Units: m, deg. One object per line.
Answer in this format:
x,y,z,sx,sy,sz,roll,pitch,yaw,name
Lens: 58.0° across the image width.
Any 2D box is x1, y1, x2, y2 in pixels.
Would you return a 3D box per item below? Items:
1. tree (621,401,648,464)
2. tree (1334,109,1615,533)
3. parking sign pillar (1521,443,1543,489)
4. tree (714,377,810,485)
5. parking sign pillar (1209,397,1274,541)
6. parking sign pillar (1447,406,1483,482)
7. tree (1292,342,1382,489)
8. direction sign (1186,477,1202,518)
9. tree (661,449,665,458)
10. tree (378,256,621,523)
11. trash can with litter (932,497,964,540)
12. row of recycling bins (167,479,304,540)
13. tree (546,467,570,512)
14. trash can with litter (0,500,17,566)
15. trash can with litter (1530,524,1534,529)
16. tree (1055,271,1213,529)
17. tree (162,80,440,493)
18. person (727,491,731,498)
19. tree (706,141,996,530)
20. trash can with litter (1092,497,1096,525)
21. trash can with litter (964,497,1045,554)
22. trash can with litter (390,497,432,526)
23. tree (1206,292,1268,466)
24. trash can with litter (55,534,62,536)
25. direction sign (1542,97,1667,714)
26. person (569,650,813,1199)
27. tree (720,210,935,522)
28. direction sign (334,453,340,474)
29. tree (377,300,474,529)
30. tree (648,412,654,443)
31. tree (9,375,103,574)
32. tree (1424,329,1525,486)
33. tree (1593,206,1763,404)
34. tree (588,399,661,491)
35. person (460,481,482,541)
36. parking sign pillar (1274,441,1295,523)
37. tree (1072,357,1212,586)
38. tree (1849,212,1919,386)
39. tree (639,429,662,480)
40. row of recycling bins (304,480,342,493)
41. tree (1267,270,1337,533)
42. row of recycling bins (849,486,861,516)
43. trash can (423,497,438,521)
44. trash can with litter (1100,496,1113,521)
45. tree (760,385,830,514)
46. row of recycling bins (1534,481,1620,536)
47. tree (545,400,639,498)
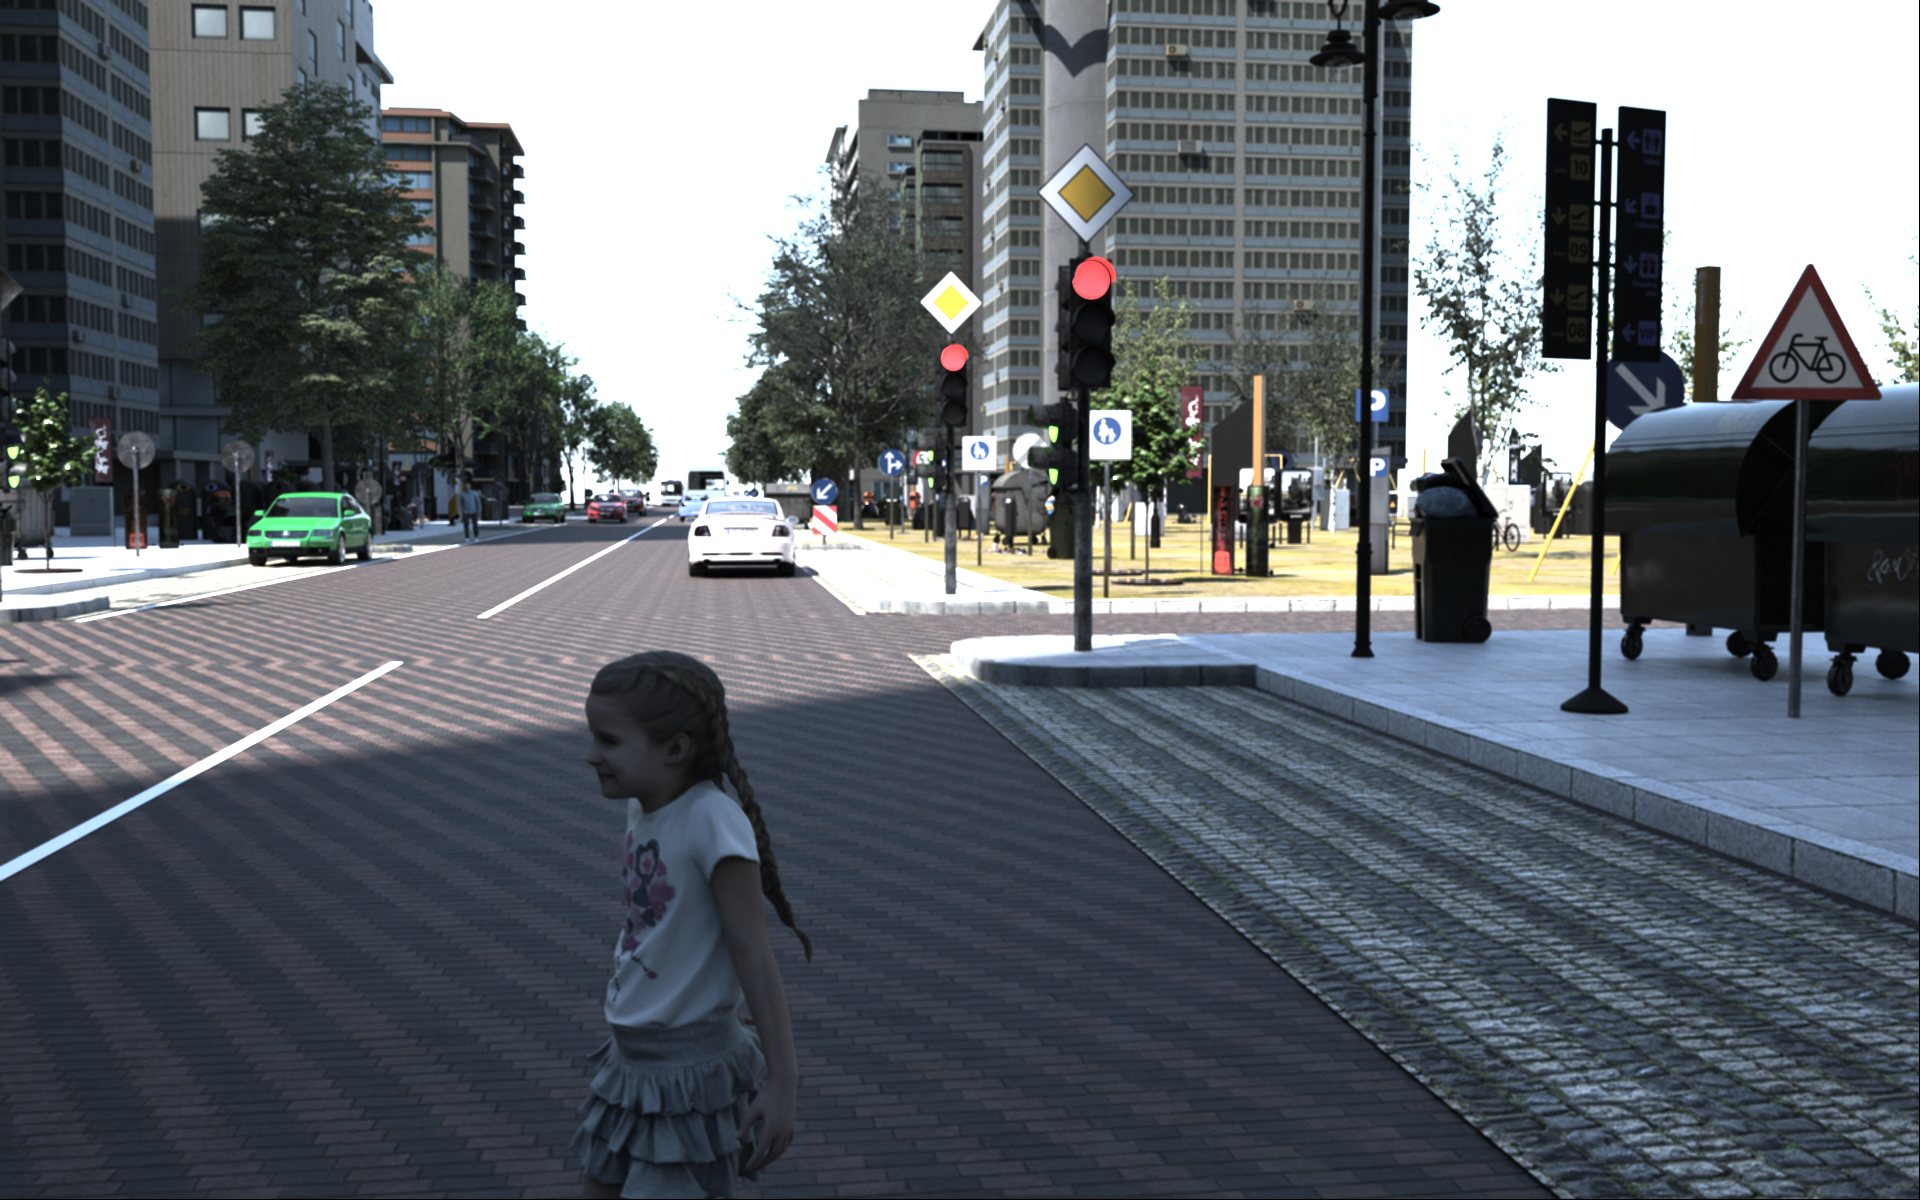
-25.635,-10.848,103.128,9.928,11.665,9.643,0,3,0,tree
10.328,-5.088,33.557,4.360,8.622,3.978,0,3,0,tree
29.940,-6.274,91.050,1.447,3.967,1.447,-1,4,-23,parking sign pillar
-18.103,-15.107,164.013,9.611,12.733,9.660,0,3,0,tree
7.580,-3.616,47.587,1.447,3.967,1.447,2,4,30,parking sign pillar
15.596,-3.980,53.551,1.447,3.967,1.447,-1,4,-18,parking sign pillar
17.826,-7.976,80.775,4.737,8.622,4.395,0,3,0,tree
12.825,-6.289,94.827,0.876,3.537,0.379,1,4,14,direction sign
-46.979,-20.446,252.425,7.486,12.596,7.792,0,3,0,tree
-22.154,-9.214,76.406,9.928,11.665,9.643,0,3,0,tree
0.015,-2.321,49.013,1.678,1.210,2.233,-2,4,-32,trash can with litter
-20.556,-2.550,48.813,3.534,1.692,1.069,0,4,-1,row of recycling bins
-28.771,-7.896,123.708,1.663,3.219,1.824,0,3,0,tree
-17.348,-1.190,30.841,1.055,1.170,0.624,1,4,20,trash can with litter
19.970,-3.195,63.298,2.233,1.210,1.678,2,4,32,trash can with litter
6.022,-6.503,56.687,4.737,8.622,4.395,0,3,0,tree
-18.081,-7.953,48.166,7.486,12.596,7.792,0,3,0,tree
-27.305,-11.978,204.328,0.705,1.826,1.348,-2,4,-32,person
-3.762,-9.239,61.422,12.009,13.543,11.850,0,3,0,tree
5.003,-3.616,70.501,1.055,1.170,0.624,1,4,19,trash can with litter
1.040,-1.636,37.805,1.678,1.210,2.233,0,4,-3,trash can with litter
-22.451,-3.628,70.380,2.233,1.210,1.678,-3,5,-40,trash can with litter
11.264,-6.950,63.989,4.360,8.622,3.978,0,3,0,tree
-28.516,-2.566,53.012,2.233,1.210,1.678,2,4,25,trash can with litter
3.759,-1.111,10.158,0.876,3.537,0.379,-2,4,-23,direction sign
-0.341,0.675,2.485,0.382,1.210,0.505,-3,4,-38,person
-5.301,-10.565,79.396,9.857,13.997,8.962,0,3,0,tree
-32.166,-5.961,89.456,0.379,3.537,0.876,0,4,-3,direction sign
-19.753,-6.910,63.348,4.737,8.622,4.395,0,3,0,tree
-37.172,-15.944,186.435,9.928,11.665,9.643,0,3,0,tree
-14.795,-2.059,28.259,1.663,3.219,1.824,0,3,0,tree
21.838,-7.471,72.520,4.737,8.622,4.395,0,3,0,tree
17.850,-5.751,44.388,4.737,8.622,4.395,0,3,0,tree
-40.392,-17.648,206.666,7.486,12.596,7.792,0,3,0,tree
-14.775,-2.679,52.315,0.660,1.820,0.620,0,4,-8,person
14.522,-5.495,78.321,1.447,3.967,1.447,-2,4,-29,parking sign pillar
2.785,-1.832,24.557,1.663,3.219,1.824,0,3,0,tree
24.829,-5.716,43.817,4.737,8.622,4.395,0,3,0,tree
-44.192,-18.414,235.487,7.601,10.594,8.767,0,4,5,tree
-19.817,-2.719,51.572,1.069,1.692,3.534,2,4,26,row of recycling bins
12.250,-6.489,56.451,4.360,8.622,3.978,0,3,0,tree
-5.789,-5.251,92.967,1.069,1.692,3.534,0,4,-3,row of recycling bins
-25.442,-4.373,83.150,0.748,1.137,0.748,0,3,0,trash can
6.933,-4.407,83.441,1.055,1.170,0.624,-1,4,-18,trash can with litter
-9.879,-9.885,111.975,4.360,8.622,3.978,0,3,0,tree
19.486,-2.890,54.362,1.069,1.692,3.534,-2,4,-29,row of recycling bins
-33.652,-13.425,153.908,7.601,10.594,8.767,-2,4,-25,tree
